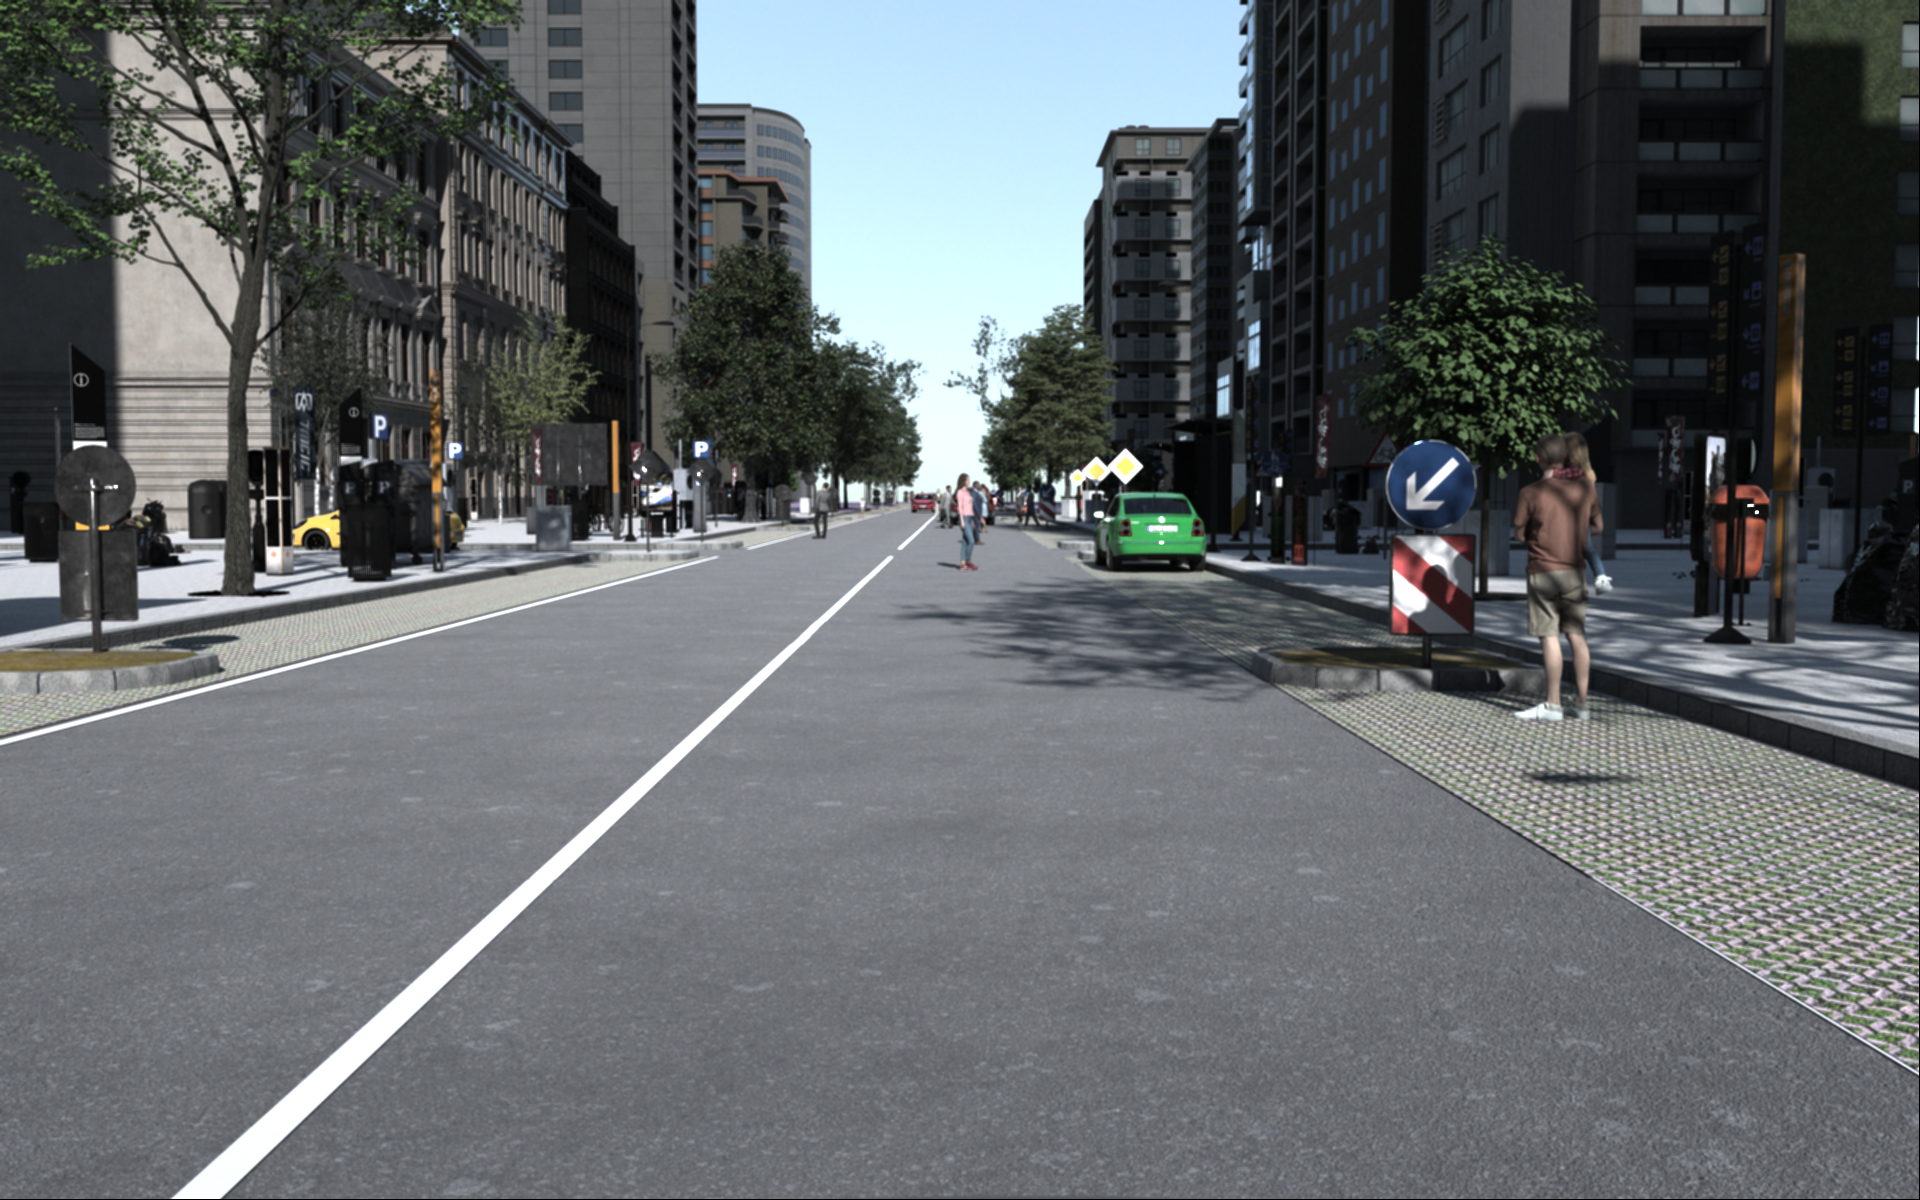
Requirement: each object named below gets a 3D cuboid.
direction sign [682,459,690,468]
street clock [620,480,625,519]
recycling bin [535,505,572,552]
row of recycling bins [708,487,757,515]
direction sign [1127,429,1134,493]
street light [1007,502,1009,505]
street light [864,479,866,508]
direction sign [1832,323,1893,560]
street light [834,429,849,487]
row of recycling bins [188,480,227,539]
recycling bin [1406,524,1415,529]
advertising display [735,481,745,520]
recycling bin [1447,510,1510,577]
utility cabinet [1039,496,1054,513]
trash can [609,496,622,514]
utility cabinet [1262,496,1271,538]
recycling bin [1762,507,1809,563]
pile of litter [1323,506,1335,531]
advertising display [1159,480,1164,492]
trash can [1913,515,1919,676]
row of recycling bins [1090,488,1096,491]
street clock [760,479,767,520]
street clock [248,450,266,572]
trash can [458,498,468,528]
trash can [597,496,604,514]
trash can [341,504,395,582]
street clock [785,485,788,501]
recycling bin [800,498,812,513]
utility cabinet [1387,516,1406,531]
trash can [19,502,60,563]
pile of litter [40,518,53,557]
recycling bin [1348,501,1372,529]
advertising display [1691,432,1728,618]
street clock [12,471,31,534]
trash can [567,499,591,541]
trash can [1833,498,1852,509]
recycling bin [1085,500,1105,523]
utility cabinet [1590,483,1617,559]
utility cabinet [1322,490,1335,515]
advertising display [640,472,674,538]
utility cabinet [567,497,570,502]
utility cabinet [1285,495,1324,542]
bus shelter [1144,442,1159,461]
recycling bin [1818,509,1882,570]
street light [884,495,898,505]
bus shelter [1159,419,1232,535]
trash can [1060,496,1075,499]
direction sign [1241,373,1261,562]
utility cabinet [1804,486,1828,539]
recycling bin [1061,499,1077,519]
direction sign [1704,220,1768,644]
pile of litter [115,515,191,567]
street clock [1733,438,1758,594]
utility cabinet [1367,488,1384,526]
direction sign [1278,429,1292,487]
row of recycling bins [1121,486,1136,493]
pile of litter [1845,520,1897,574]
[{"bbox_3d":[-13.644,-5.746,85.949,0.379,3.537,0.876,-3,4,-39],"label":"direction sign"},{"bbox_3d":[-17.524,-5.220,89.918,0.358,2.002,0.471,0,4,-3],"label":"street clock"},{"bbox_3d":[-9.062,-1.596,38.655,0.722,1.027,0.722,0,4,-7],"label":"recycling bin"},{"bbox_3d":[-14.529,-6.367,111.217,3.534,1.692,1.069,-3,5,-39],"label":"row of recycling bins"},{"bbox_3d":[5.951,-4.184,60.410,0.379,3.537,0.876,0,4,-8],"label":"direction sign"},{"bbox_3d":[5.050,-11.306,157.391,1.470,5.913,1.316,0,3,0],"label":"street light"},{"bbox_3d":[-8.381,-11.634,162.751,1.470,5.913,1.316,0,3,0],"label":"street light"},{"bbox_3d":[12.172,-1.923,23.433,0.379,3.537,0.876,-1,4,-23],"label":"direction sign"},{"bbox_3d":[-8.331,-9.168,122.445,1.470,5.913,1.316,0,3,0],"label":"street light"},{"bbox_3d":[-21.855,-2.679,50.917,1.069,1.692,3.534,-1,4,-11],"label":"row of recycling bins"},{"bbox_3d":[16.577,-3.153,64.109,0.722,1.027,0.722,2,4,23],"label":"recycling bin"},{"bbox_3d":[-10.777,-4.872,84.871,0.123,1.923,0.974,1,4,18],"label":"advertising display"},{"bbox_3d":[8.161,-0.900,27.277,0.722,1.027,0.722,-3,5,-39],"label":"recycling bin"},{"bbox_3d":[5.800,-6.415,116.042,1.020,1.237,0.306,-1,4,-18],"label":"utility cabinet"},{"bbox_3d":[-20.568,-5.615,103.460,0.748,1.137,0.748,0,3,0],"label":"trash can"},{"bbox_3d":[9.340,-2.411,50.576,1.020,1.237,0.306,3,5,43],"label":"utility cabinet"},{"bbox_3d":[15.372,-1.218,32.463,0.722,1.027,0.722,0,4,-4],"label":"recycling bin"},{"bbox_3d":[12.810,-2.859,60.709,1.719,0.858,1.176,-3,4,-36],"label":"pile of litter"},{"bbox_3d":[8.883,-4.393,77.036,0.123,1.923,0.974,1,4,22],"label":"advertising display"},{"bbox_3d":[6.709,0.012,11.450,0.748,1.137,0.748,0,3,0],"label":"trash can"},{"bbox_3d":[8.158,-5.804,102.013,1.069,1.692,3.534,0,4,-1],"label":"row of recycling bins"},{"bbox_3d":[-9.664,-4.934,85.235,0.358,2.002,0.471,1,4,16],"label":"street clock"},{"bbox_3d":[-11.549,-1.464,28.514,0.471,2.002,0.358,0,4,-2],"label":"street clock"},{"bbox_3d":[-18.177,-3.125,62.748,0.748,1.137,0.748,0,3,0],"label":"trash can"},{"bbox_3d":[-21.854,-5.776,106.095,0.748,1.137,0.748,0,3,0],"label":"trash can"},{"bbox_3d":[-8.679,-0.843,25.438,0.748,1.137,0.748,0,3,0],"label":"trash can"},{"bbox_3d":[-9.701,-5.582,95.840,0.471,2.002,0.358,-1,4,-12],"label":"street clock"},{"bbox_3d":[-10.216,-6.249,114.730,0.722,1.027,0.722,0,4,-1],"label":"recycling bin"},{"bbox_3d":[15.386,-3.060,61.190,0.306,1.237,1.020,3,5,44],"label":"utility cabinet"},{"bbox_3d":[-17.244,-1.278,32.541,0.748,1.137,0.748,0,3,0],"label":"trash can"},{"bbox_3d":[-18.242,-1.294,35.120,1.176,0.858,1.719,-1,4,-23],"label":"pile of litter"},{"bbox_3d":[14.576,-3.094,63.140,0.722,1.027,0.722,2,4,26],"label":"recycling bin"},{"bbox_3d":[7.909,-0.799,18.285,0.123,1.923,0.974,3,4,36],"label":"advertising display"},{"bbox_3d":[-29.857,-3.094,55.149,0.471,2.002,0.358,0,4,2],"label":"street clock"},{"bbox_3d":[-10.530,-2.199,47.611,0.748,1.137,0.748,0,3,0],"label":"trash can"},{"bbox_3d":[30.231,-2.927,59.516,0.748,1.137,0.748,0,3,0],"label":"trash can"},{"bbox_3d":[5.961,-3.906,76.412,0.722,1.027,0.722,-1,4,-14],"label":"recycling bin"},{"bbox_3d":[12.514,-1.561,34.201,0.318,1.500,1.173,-1,4,-10],"label":"utility cabinet"},{"bbox_3d":[17.902,-4.621,84.235,0.318,1.500,1.173,0,4,-6],"label":"utility cabinet"},{"bbox_3d":[-8.904,-2.791,50.851,0.974,1.923,0.123,-1,4,-14],"label":"advertising display"},{"bbox_3d":[-11.698,-2.457,51.338,0.306,1.237,1.020,-1,4,-14],"label":"utility cabinet"},{"bbox_3d":[9.355,-2.198,47.094,1.020,1.237,0.306,3,5,40],"label":"utility cabinet"},{"bbox_3d":[9.533,-5.495,81.132,1.731,3.624,6.357,0,3,0],"label":"bus shelter"},{"bbox_3d":[15.210,-1.043,29.603,0.722,1.027,0.722,0,4,-5],"label":"recycling bin"},{"bbox_3d":[-8.370,-14.263,205.747,1.470,5.913,1.316,0,3,0],"label":"street light"},{"bbox_3d":[7.948,-4.057,57.616,1.731,3.624,6.357,0,3,0],"label":"bus shelter"},{"bbox_3d":[6.891,-6.173,112.585,0.748,1.137,0.748,0,3,0],"label":"trash can"},{"bbox_3d":[5.567,-2.508,33.005,0.379,3.537,0.876,0,4,-6],"label":"direction sign"},{"bbox_3d":[23.658,-2.438,48.544,1.173,1.500,0.318,2,4,23],"label":"utility cabinet"},{"bbox_3d":[5.817,-4.802,91.068,0.722,1.027,0.722,-3,5,-40],"label":"recycling bin"},{"bbox_3d":[6.630,-1.398,14.854,0.379,3.537,0.876,0,4,-5],"label":"direction sign"},{"bbox_3d":[-14.764,-1.035,30.894,1.719,0.858,1.176,-1,4,-9],"label":"pile of litter"},{"bbox_3d":[10.081,-1.086,22.325,0.358,2.002,0.471,3,5,41],"label":"street clock"},{"bbox_3d":[16.457,-3.657,68.479,0.318,1.500,1.173,3,4,38],"label":"utility cabinet"},{"bbox_3d":[11.368,-4.198,60.629,0.379,3.537,0.876,-1,4,-21],"label":"direction sign"},{"bbox_3d":[8.594,-5.139,91.132,1.069,1.692,3.534,1,4,20],"label":"row of recycling bins"},{"bbox_3d":[15.128,-0.859,28.015,1.719,0.858,1.176,0,4,3],"label":"pile of litter"}]
